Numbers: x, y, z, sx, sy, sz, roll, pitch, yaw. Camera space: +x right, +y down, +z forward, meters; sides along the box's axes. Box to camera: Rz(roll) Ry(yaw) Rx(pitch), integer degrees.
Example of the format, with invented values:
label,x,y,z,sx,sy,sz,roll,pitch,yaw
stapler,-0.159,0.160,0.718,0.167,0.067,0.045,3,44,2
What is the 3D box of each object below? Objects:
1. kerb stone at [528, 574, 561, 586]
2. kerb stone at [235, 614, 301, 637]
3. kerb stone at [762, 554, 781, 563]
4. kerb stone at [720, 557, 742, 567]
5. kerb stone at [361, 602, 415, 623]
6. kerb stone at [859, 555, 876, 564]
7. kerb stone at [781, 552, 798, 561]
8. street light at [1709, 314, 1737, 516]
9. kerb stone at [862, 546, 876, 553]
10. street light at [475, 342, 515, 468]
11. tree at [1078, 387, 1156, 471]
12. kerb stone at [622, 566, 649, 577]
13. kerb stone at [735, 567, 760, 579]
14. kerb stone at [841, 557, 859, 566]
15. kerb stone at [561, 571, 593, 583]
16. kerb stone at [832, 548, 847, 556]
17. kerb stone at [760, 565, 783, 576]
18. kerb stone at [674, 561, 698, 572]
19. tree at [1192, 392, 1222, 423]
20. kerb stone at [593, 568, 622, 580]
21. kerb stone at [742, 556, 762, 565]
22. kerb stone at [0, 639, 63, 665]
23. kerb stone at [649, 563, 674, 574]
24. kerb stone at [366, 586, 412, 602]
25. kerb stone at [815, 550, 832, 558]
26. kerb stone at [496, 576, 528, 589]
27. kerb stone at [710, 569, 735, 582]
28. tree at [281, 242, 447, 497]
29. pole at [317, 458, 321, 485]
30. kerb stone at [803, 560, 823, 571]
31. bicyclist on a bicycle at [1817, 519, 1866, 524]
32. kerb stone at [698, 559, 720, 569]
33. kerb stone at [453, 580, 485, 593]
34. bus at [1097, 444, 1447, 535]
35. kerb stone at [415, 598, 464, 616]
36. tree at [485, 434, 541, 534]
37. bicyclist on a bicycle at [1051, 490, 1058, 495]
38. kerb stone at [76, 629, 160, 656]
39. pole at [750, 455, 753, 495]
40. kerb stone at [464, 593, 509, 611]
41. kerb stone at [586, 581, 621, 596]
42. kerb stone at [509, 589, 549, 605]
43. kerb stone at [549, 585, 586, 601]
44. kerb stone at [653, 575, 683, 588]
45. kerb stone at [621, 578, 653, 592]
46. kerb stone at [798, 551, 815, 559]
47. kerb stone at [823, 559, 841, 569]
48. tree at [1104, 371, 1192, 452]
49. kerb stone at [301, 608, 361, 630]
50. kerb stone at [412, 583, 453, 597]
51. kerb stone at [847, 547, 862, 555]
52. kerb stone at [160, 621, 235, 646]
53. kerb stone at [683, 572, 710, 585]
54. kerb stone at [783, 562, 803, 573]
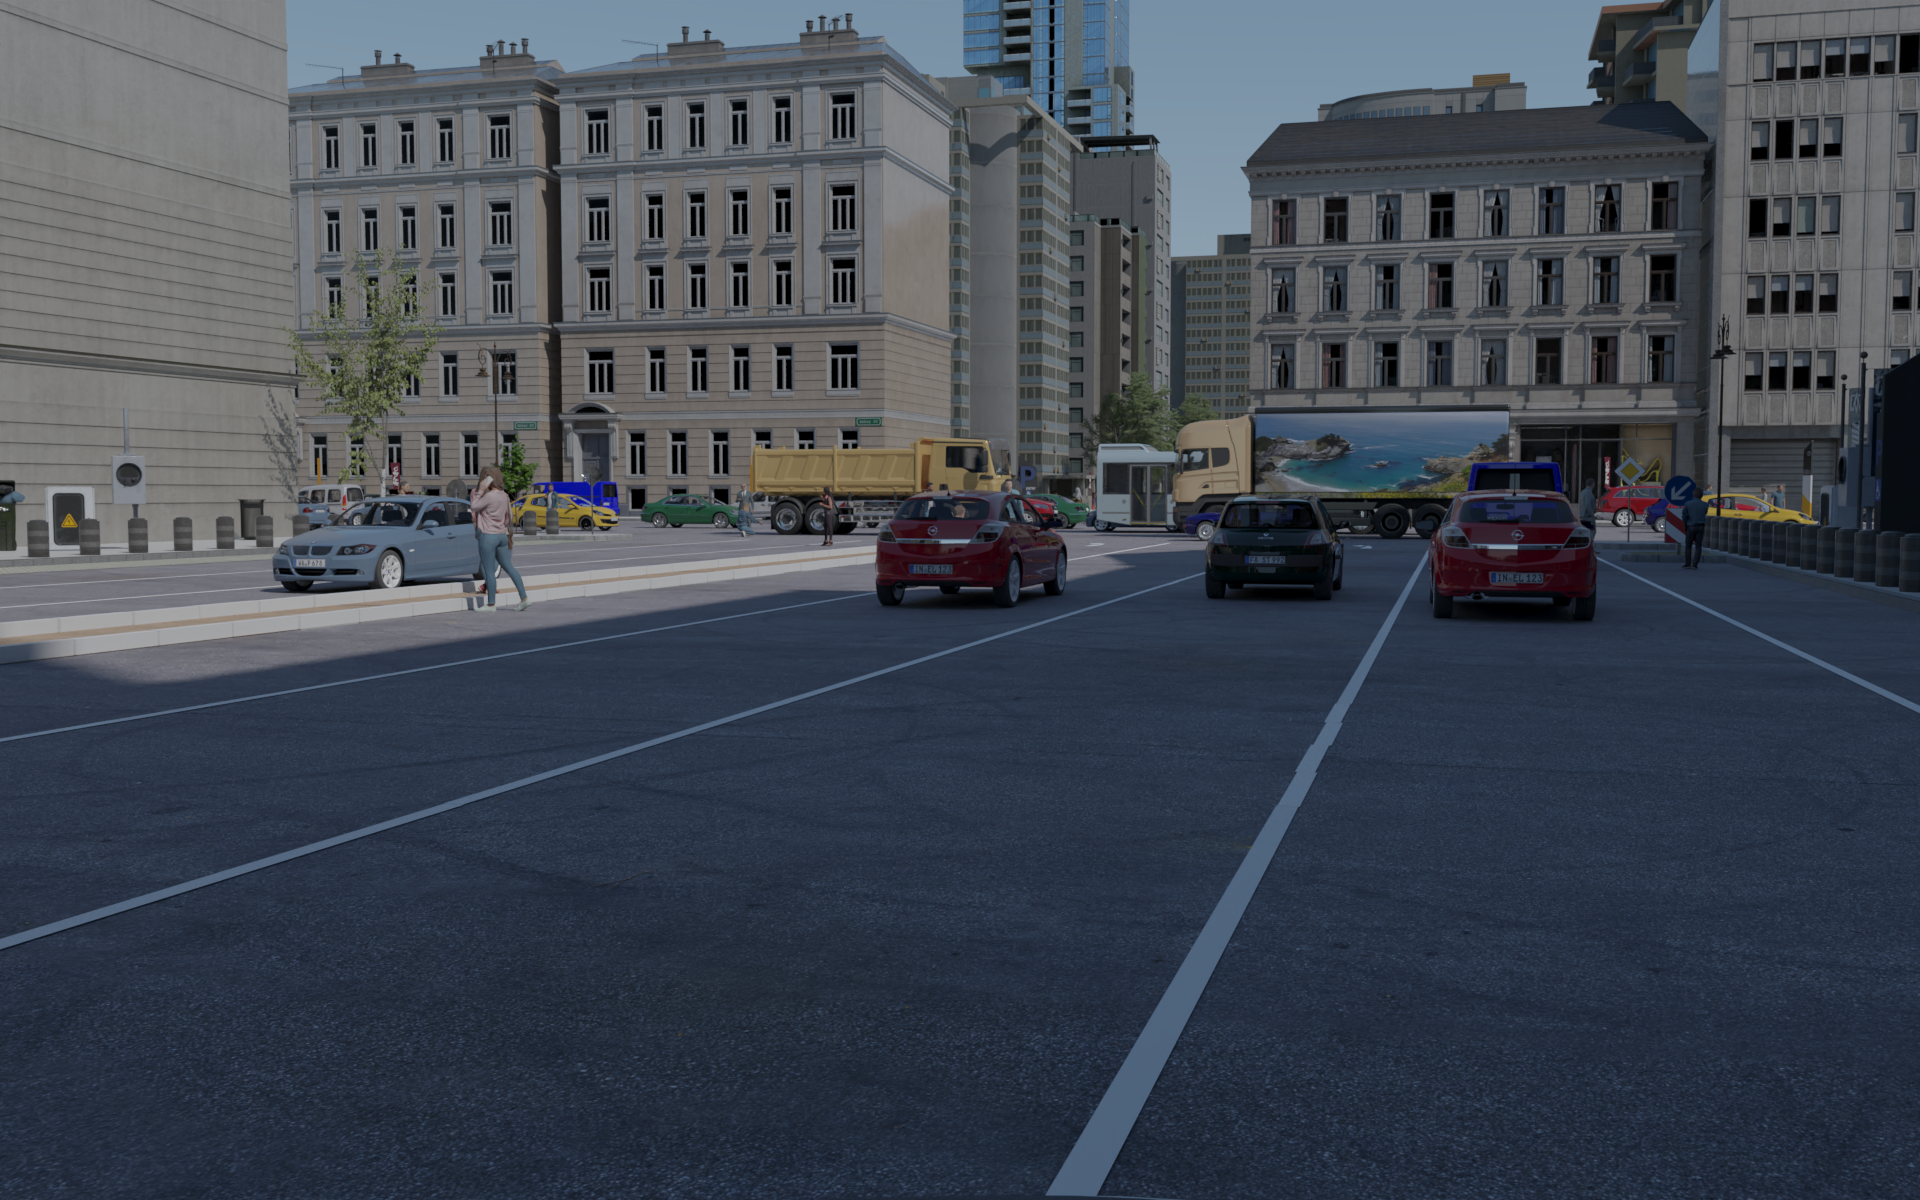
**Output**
label,x,y,z,sx,sy,sz,roll,pitch,yaw
kerb stone,-6.621,-0.310,27.263,0.120,0.150,1.000,1,4,16
kerb stone,-7.174,0.270,17.797,0.120,0.150,1.000,1,4,16
kerb stone,-4.040,-0.853,36.155,0.120,0.150,1.000,1,4,16
kerb stone,-4.614,-0.733,34.178,0.120,0.150,1.000,1,4,16
kerb stone,-6.593,0.148,19.769,0.120,0.150,1.000,1,4,16
kerb stone,-2.008,-0.822,35.629,0.120,0.150,1.000,1,4,16
kerb stone,-3.758,-0.912,37.143,0.120,0.150,1.000,1,4,16
street light,19.557,-4.388,44.524,0.468,5.910,1.993,1,4,16
kerb stone,-2.328,-1.217,42.091,0.120,0.150,1.000,1,4,16
street light,-14.095,-4.885,52.660,0.468,5.910,1.993,1,4,16
tree,13.748,-13.234,150.795,7.601,10.594,8.767,1,4,15
kerb stone,-5.757,-0.491,30.224,0.120,0.150,1.000,1,4,16
kerb stone,-3.726,-0.458,29.687,0.120,0.150,1.000,1,4,16
kerb stone,-2.302,-0.757,34.637,0.120,0.150,1.000,1,4,16
kerb stone,-6.329,-0.364,28.249,0.120,0.150,1.000,1,4,16
kerb stone,-2.896,-1.096,40.115,0.120,0.150,1.000,1,4,16
kerb stone,-3.432,-0.519,30.678,0.120,0.150,1.000,1,4,16
kerb stone,-5.181,-0.612,32.202,0.120,0.150,1.000,1,4,16
tree,26.442,-16.800,192.802,7.486,12.596,7.792,0,3,0
kerb stone,-6.042,-0.431,29.237,0.120,0.150,1.000,1,4,16
kerb stone,-4.325,-0.793,35.168,0.120,0.150,1.000,1,4,16
kerb stone,-8.028,0.451,14.829,0.120,0.150,1.000,1,4,16
kerb stone,-5.468,-0.549,31.216,0.120,0.150,1.000,1,4,16
kerb stone,-7.762,-0.069,23.315,0.120,0.150,1.000,1,4,16
kerb stone,-3.188,-1.036,39.130,0.120,0.150,1.000,1,4,16
kerb stone,-6.904,-0.250,26.276,0.120,0.150,1.000,1,4,16
kerb stone,-4.020,-0.391,28.688,0.120,0.150,1.000,1,4,16
tree,-17.002,-6.105,50.172,4.737,8.622,4.395,0,3,0
pole,-36.396,-6.395,98.401,0.158,3.312,0.155,0,3,0
kerb stone,-2.863,-0.637,32.659,0.120,0.150,1.000,1,4,16
bicyclist on a bicycle,29.919,-2.977,58.690,1.625,1.676,1.499,1,4,16
kerb stone,-4.901,-0.670,33.191,0.120,0.150,1.000,1,4,16
kerb stone,-7.191,-0.187,25.290,0.120,0.150,1.000,1,4,16
bus,11.694,-4.145,62.625,13.247,3.499,2.948,1,4,17
kerb stone,-6.314,0.087,20.770,0.120,0.150,1.000,1,4,16
tree,-14.204,-3.737,55.694,1.663,3.219,1.824,0,3,0
bicyclist on a bicycle,4.339,-4.178,78.327,1.625,1.676,1.499,1,4,17
kerb stone,-7.739,0.393,15.817,0.120,0.150,1.000,1,4,16
pole,-10.992,-5.968,91.422,0.158,3.312,0.155,0,3,0
kerb stone,-6.021,0.030,21.763,0.120,0.150,1.000,1,4,16
kerb stone,-5.160,-0.155,24.731,0.120,0.150,1.000,1,4,16
kerb stone,-5.737,-0.031,22.750,0.120,0.150,1.000,1,4,16
kerb stone,-5.455,-0.095,23.746,0.120,0.150,1.000,1,4,16
kerb stone,-4.589,-0.270,26.705,0.120,0.150,1.000,1,4,16
kerb stone,-4.880,-0.215,25.719,0.120,0.150,1.000,1,4,16
kerb stone,-3.475,-0.975,38.135,0.120,0.150,1.000,1,4,16
kerb stone,-2.586,-0.699,33.650,0.120,0.150,1.000,1,4,16
tree,16.829,-14.819,160.419,7.486,12.596,7.792,0,3,0
kerb stone,-6.876,0.209,18.780,0.120,0.150,1.000,1,4,16
kerb stone,-7.477,-0.129,24.303,0.120,0.150,1.000,1,4,16
kerb stone,-2.611,-1.156,41.104,0.120,0.150,1.000,1,4,16
kerb stone,-7.454,0.330,16.804,0.120,0.150,1.000,1,4,16
kerb stone,-4.306,-0.336,27.692,0.120,0.150,1.000,1,4,16
kerb stone,-3.159,-0.574,31.669,0.120,0.150,1.000,1,4,16
